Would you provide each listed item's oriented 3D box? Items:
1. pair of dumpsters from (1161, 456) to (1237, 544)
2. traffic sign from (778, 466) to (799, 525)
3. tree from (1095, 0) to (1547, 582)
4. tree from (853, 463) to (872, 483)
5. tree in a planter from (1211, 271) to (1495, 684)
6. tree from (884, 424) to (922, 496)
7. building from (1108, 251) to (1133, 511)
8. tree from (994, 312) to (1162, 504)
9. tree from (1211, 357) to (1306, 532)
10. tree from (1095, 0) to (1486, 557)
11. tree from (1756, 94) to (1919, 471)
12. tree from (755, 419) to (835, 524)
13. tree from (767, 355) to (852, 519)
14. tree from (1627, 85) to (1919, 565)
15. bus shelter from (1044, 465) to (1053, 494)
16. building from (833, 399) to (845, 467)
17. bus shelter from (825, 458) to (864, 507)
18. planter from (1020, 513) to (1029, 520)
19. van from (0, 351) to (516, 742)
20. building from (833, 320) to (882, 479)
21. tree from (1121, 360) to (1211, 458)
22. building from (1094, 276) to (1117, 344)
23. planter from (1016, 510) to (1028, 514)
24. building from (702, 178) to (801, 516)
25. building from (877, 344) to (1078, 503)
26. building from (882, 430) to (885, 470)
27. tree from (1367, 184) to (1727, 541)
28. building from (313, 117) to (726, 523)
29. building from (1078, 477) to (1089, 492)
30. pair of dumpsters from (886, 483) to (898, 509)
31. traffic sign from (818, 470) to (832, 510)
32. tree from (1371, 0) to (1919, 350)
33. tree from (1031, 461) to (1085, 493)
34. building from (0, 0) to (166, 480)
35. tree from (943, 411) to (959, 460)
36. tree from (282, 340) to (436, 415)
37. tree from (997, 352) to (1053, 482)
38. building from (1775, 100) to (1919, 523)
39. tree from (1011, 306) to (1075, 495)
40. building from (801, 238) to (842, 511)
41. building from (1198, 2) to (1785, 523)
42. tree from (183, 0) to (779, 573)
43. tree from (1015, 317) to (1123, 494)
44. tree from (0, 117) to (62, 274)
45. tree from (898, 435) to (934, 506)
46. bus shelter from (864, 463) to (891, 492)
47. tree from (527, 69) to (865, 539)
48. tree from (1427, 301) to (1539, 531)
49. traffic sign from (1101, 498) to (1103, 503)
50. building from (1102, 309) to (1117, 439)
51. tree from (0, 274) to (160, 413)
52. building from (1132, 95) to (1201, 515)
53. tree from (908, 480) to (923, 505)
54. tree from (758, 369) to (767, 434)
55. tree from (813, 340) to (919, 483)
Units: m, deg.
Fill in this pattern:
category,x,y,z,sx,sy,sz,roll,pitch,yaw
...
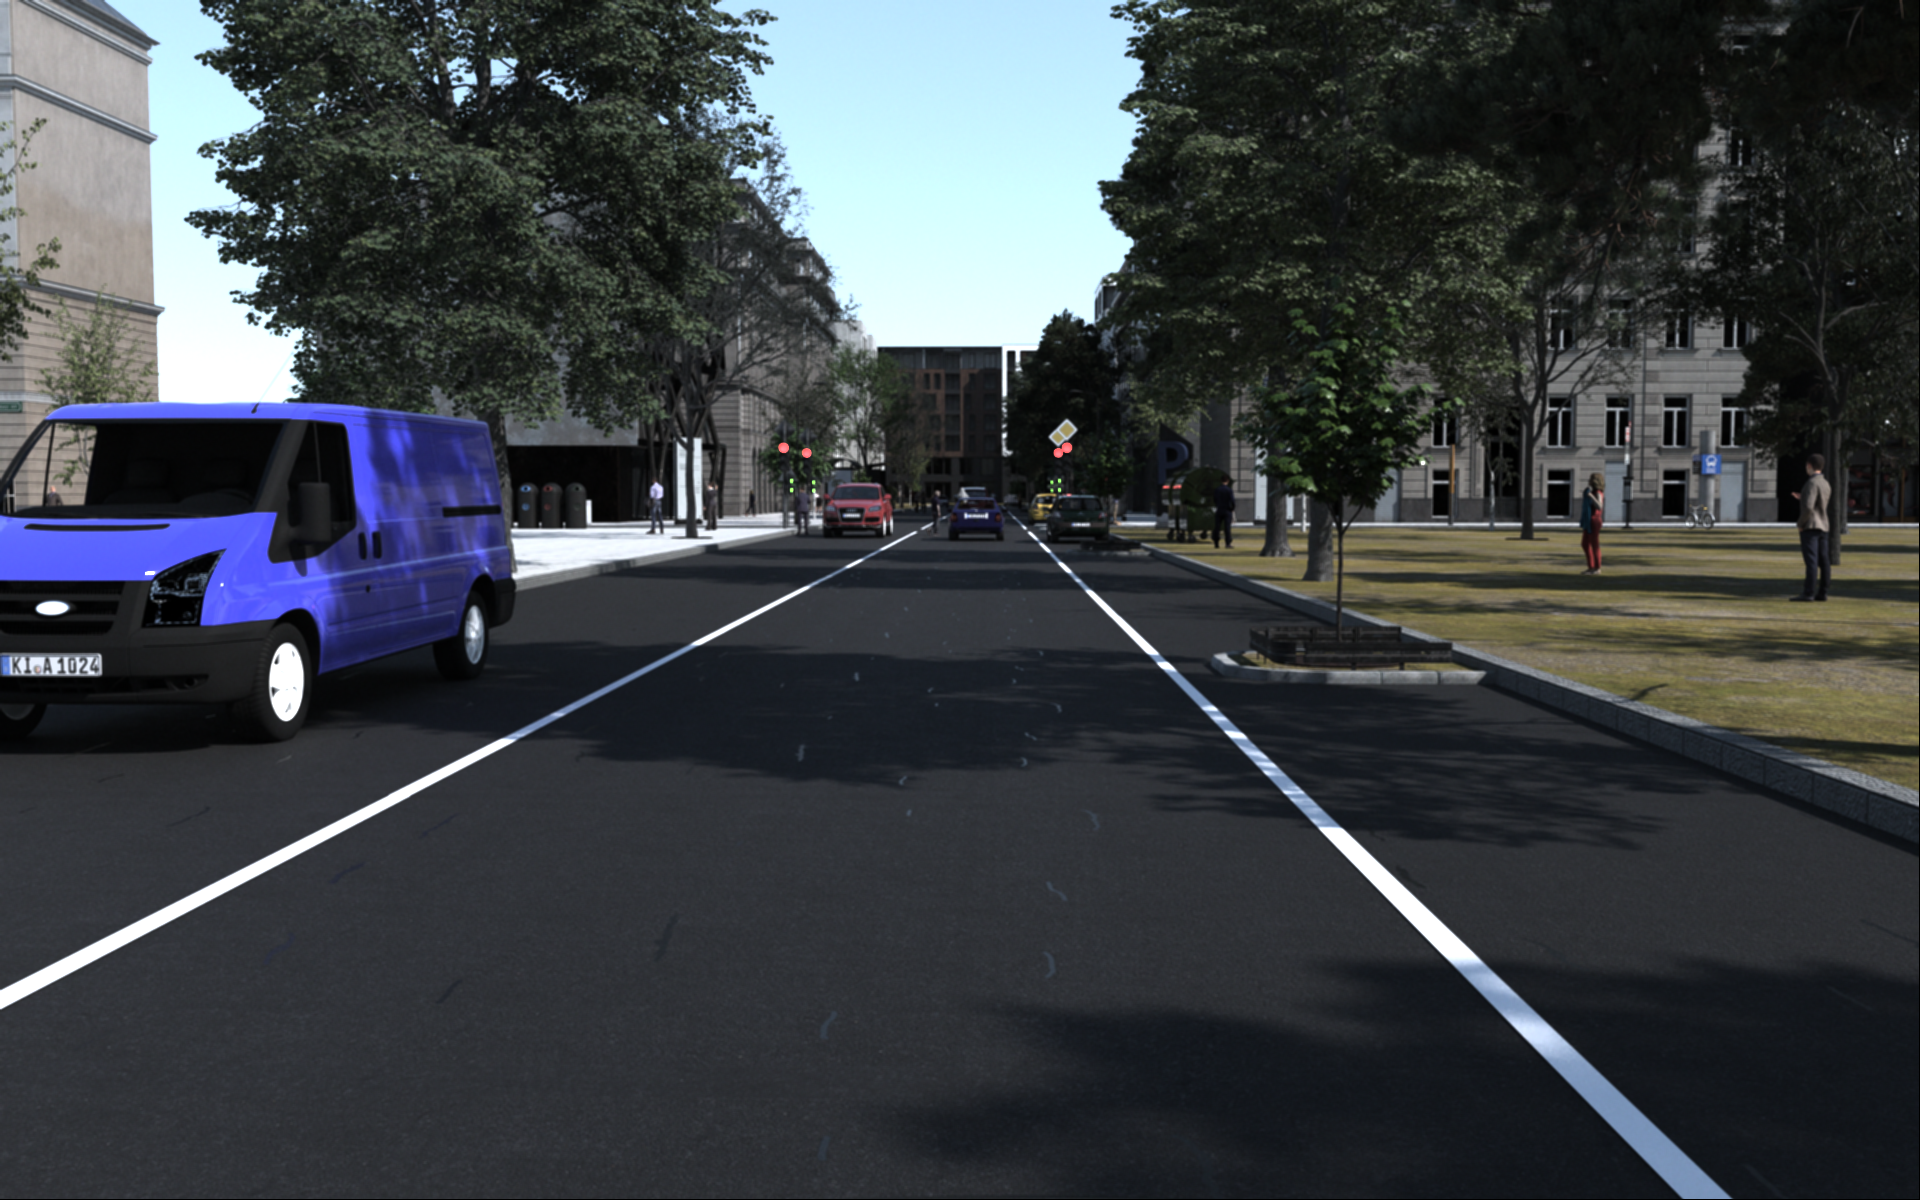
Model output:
category,x,y,z,sx,sy,sz,roll,pitch,yaw
pair of dumpsters,6.425,-2.698,46.613,1.574,2.255,4.436,0,4,1
traffic sign,-7.041,-4.339,70.943,0.884,2.594,0.081,0,4,7
tree,5.726,-6.554,25.292,7.486,12.596,7.792,0,3,0
tree,-6.376,-6.962,108.423,1.663,3.219,1.824,0,3,0
tree in a planter,3.080,-1.024,13.966,1.991,3.239,1.994,0,4,1
tree,-5.910,-13.607,172.834,4.360,8.622,3.978,0,3,0
building,18.954,-17.923,134.836,13.314,21.916,24.055,0,4,1
tree,6.693,-9.506,89.842,8.767,10.594,7.601,0,4,-7
tree,11.359,-6.601,58.292,4.737,8.622,4.395,0,3,0
tree,6.734,-7.832,35.482,7.806,13.903,7.818,0,3,0
tree,9.917,-4.050,16.582,4.360,8.622,3.978,0,3,0
tree,-7.300,-5.650,76.086,4.285,4.588,4.351,0,3,0
tree,-7.347,-8.361,87.071,4.360,8.622,3.978,0,3,0
tree,16.060,-5.915,31.119,7.601,10.594,8.767,-2,4,-31
bus shelter,7.550,-9.248,142.484,1.731,3.624,6.357,0,4,1
building,-15.243,-13.438,161.858,9.099,9.664,28.070,0,4,1
bus shelter,-6.706,-6.422,98.930,2.014,3.302,5.546,0,4,1
planter,4.522,-4.669,97.480,1.991,0.319,1.994,0,4,1
van,-4.743,-0.454,11.806,2.240,2.365,5.245,0,4,2
building,-18.040,-19.889,191.638,16.747,18.905,31.486,0,4,1
tree,9.114,-7.581,74.307,4.737,8.622,4.395,0,3,0
building,27.589,-20.454,178.391,27.936,21.610,32.646,0,4,1
planter,4.997,-6.317,124.419,1.991,0.319,1.994,0,4,1
building,-18.421,-16.492,111.452,13.314,21.916,24.055,0,4,1
building,3.803,-24.827,249.897,32.646,21.610,27.936,0,4,1
building,-23.480,-16.641,214.222,28.070,9.664,9.099,0,4,1
tree,15.941,-8.425,48.114,12.009,13.543,11.850,0,3,0
building,-20.304,-13.342,85.597,16.820,18.784,16.811,0,4,1
building,21.681,-21.062,200.786,16.016,20.091,11.380,0,4,1
pair of dumpsters,-6.029,-8.706,144.839,1.574,2.255,4.436,0,4,1
traffic sign,-6.397,-4.958,81.177,0.768,2.556,0.104,0,4,2
tree,5.309,-5.248,7.860,6.751,12.117,7.091,0,3,0
tree,8.233,-9.038,131.492,4.285,4.588,4.351,0,3,0
building,-51.269,-18.177,83.092,20.117,28.700,13.634,0,4,1
tree,-5.251,-15.258,159.842,12.009,13.543,11.850,0,3,0
tree,-12.839,-3.240,36.695,4.285,4.588,4.351,0,3,0
tree,7.853,-15.092,153.409,9.857,13.997,8.962,0,3,0
building,45.658,-15.375,81.054,15.834,23.373,12.332,0,4,1
tree,7.392,-12.868,117.818,7.806,13.903,7.818,0,3,0
building,-16.789,-17.960,135.438,13.314,21.916,24.055,0,4,1
building,24.188,-17.397,81.710,25.104,27.353,12.463,0,4,1
tree,-7.635,-7.412,27.844,9.857,13.997,8.962,0,3,0
tree,6.768,-11.260,106.151,6.751,12.117,7.091,0,3,0
tree,-18.137,-4.925,30.887,4.737,8.622,4.395,0,3,0
tree,-5.286,-14.781,192.030,4.737,8.622,4.395,0,3,0
bus shelter,-6.338,-8.619,132.201,1.731,3.624,6.357,0,4,1
tree,-7.876,-8.510,49.515,12.009,13.543,11.850,0,3,0
tree,18.150,-6.669,59.400,4.360,8.622,3.978,0,3,0
traffic sign,6.029,-4.494,73.584,0.768,2.556,0.104,1,4,9
building,20.897,-18.312,155.820,16.016,20.091,11.380,0,4,1
tree,-30.611,-6.781,61.237,4.737,8.622,4.395,0,3,0
building,18.084,-18.030,112.807,12.078,24.808,19.932,0,4,1
tree,-5.457,-12.877,205.146,1.663,3.219,1.824,0,3,0
tree,-8.824,-8.737,93.209,4.360,8.622,3.978,0,3,0
tree,-6.392,-11.724,117.448,9.928,11.665,9.643,0,3,0
